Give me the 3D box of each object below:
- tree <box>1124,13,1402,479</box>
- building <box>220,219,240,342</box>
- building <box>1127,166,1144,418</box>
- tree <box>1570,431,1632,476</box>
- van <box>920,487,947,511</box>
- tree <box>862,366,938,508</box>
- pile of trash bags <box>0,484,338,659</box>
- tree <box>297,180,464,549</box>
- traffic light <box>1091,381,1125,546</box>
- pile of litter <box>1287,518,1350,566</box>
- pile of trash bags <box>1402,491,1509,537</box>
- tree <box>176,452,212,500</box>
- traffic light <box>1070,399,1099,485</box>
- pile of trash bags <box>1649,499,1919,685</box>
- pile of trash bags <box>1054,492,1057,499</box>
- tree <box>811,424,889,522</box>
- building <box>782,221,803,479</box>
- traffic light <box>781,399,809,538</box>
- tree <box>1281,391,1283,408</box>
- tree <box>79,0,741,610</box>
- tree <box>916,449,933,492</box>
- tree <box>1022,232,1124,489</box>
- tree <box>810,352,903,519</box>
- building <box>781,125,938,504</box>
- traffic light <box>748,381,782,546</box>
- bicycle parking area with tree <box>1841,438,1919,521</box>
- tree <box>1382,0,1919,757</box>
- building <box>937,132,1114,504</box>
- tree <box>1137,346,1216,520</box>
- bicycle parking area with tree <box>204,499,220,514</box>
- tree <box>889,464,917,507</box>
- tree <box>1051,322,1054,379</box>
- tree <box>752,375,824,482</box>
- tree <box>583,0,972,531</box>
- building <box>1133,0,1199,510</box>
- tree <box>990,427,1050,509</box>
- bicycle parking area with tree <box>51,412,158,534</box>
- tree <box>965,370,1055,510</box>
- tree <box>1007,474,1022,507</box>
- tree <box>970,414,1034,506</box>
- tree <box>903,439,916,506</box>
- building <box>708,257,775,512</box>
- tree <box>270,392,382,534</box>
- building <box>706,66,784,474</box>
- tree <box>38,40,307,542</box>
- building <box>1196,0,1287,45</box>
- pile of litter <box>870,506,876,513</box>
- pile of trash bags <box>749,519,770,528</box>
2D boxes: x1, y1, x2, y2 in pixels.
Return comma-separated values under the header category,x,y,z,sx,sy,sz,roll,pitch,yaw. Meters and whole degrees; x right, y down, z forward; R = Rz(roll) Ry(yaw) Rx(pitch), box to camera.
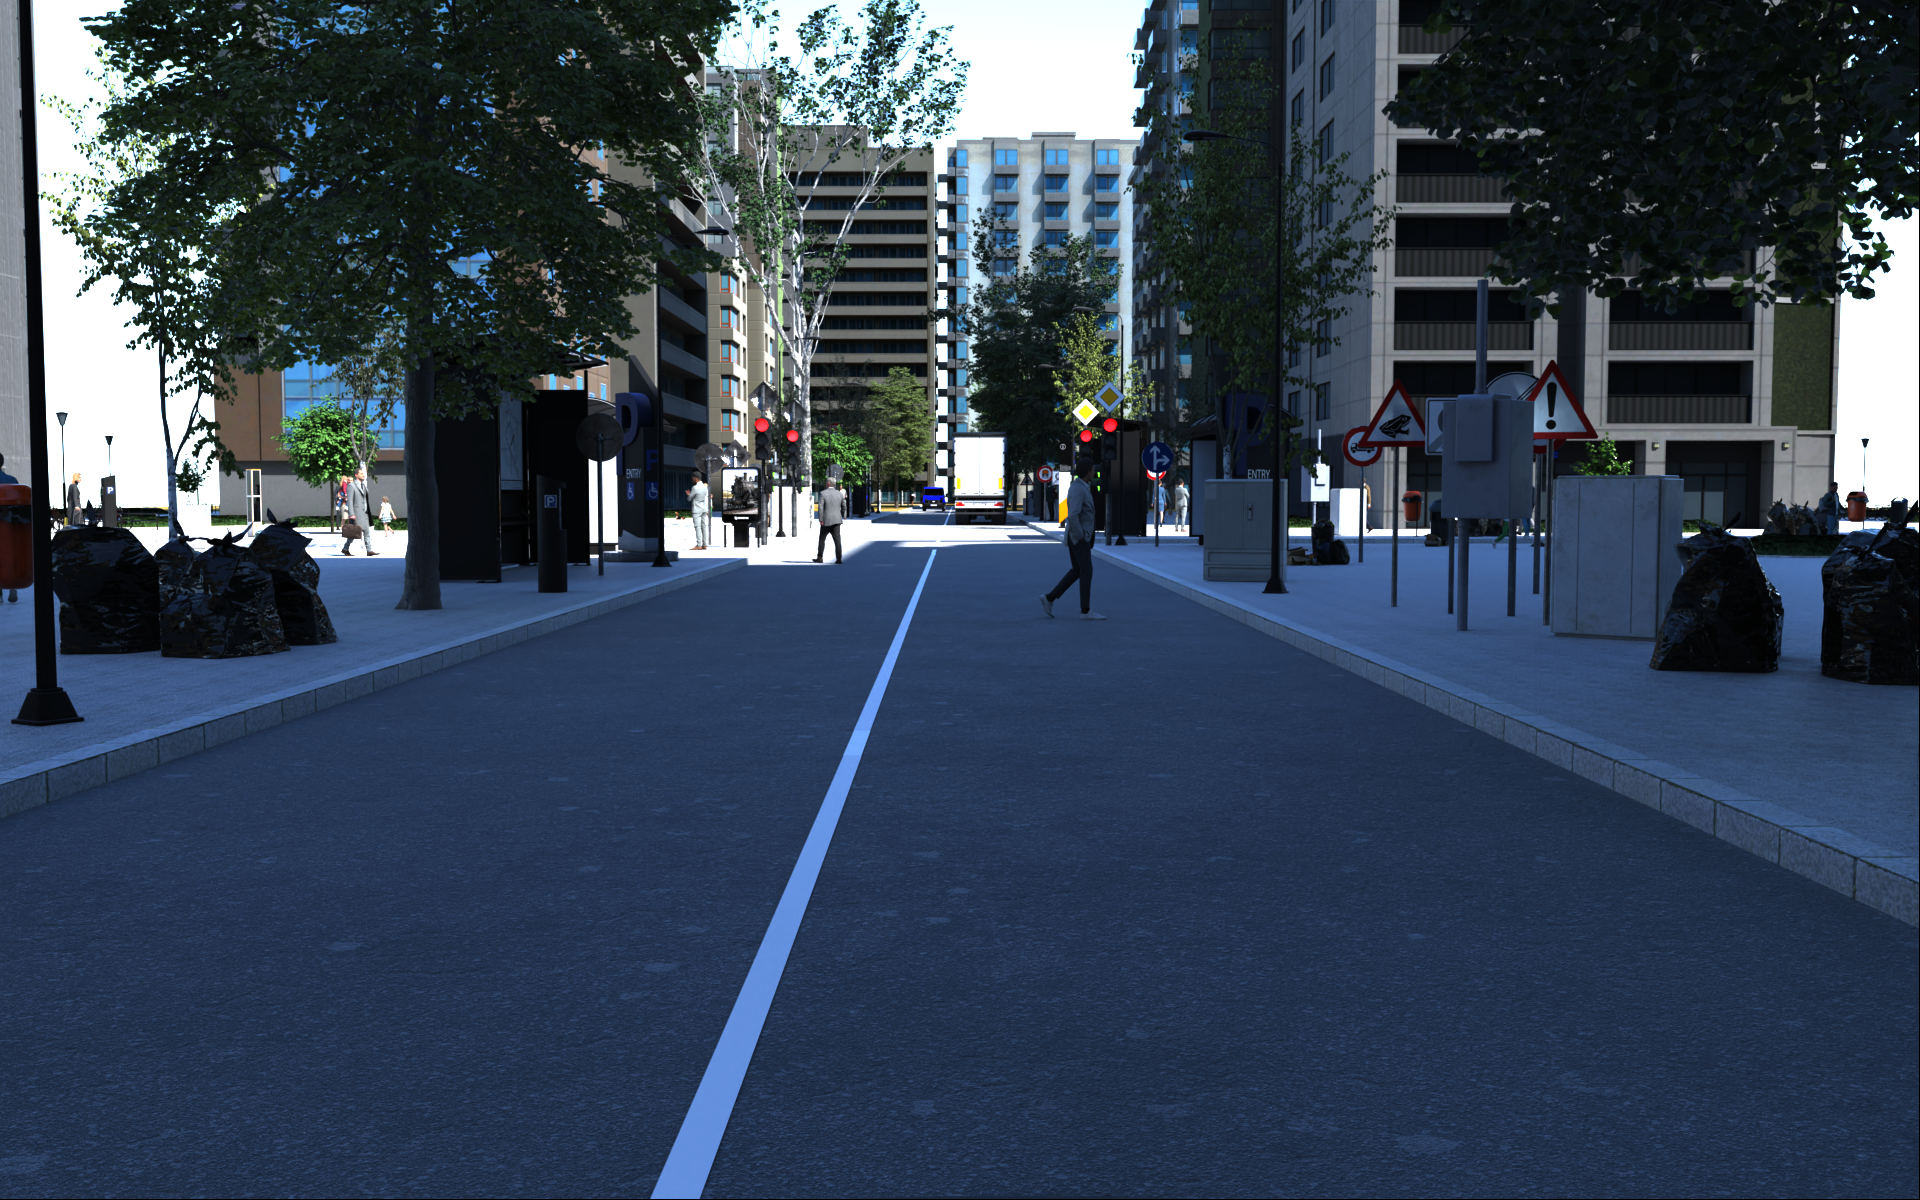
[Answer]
category,x,y,z,sx,sy,sz,roll,pitch,yaw
tree,4.368,-4.692,27.070,4.737,8.622,4.395,0,3,0
building,-68.470,-25.195,183.640,14.107,30.474,14.160,0,3,0
building,30.678,-29.793,178.990,32.217,40.220,23.993,0,3,0
tree,19.779,-3.567,52.920,1.663,3.219,1.824,0,3,0
van,-2.171,-8.566,144.442,2.240,2.365,5.245,0,4,0
tree,-5.300,-14.425,153.971,7.486,12.596,7.792,0,3,0
pile of trash bags,-7.029,-0.303,14.710,3.447,1.369,1.912,1,4,19
tree,-13.625,-5.485,40.047,4.360,8.622,3.978,0,3,0
traffic light,3.691,-3.316,43.130,0.839,4.253,0.868,0,3,0
pile of litter,6.389,-1.076,31.550,1.719,0.858,1.176,-1,4,-22
pile of trash bags,14.994,-2.622,52.621,3.447,1.369,1.912,-1,4,-17
tree,-36.106,-5.276,80.865,1.663,3.219,1.824,0,3,0
traffic light,3.679,-3.804,51.115,0.839,4.253,0.868,0,3,0
pile of trash bags,6.681,-0.157,12.312,3.447,1.369,1.912,3,5,44
pile of trash bags,6.152,-4.660,85.951,3.447,1.369,1.912,-1,4,-11
tree,-5.676,-5.957,81.105,4.285,4.588,4.351,0,3,0
building,-23.844,-25.200,183.717,14.107,30.474,14.160,0,3,0
traffic light,-4.882,-3.802,51.087,0.839,4.253,0.868,0,3,0
tree,18.025,-8.312,86.257,4.360,8.622,3.978,0,3,0
tree,-6.050,-6.194,19.394,7.486,12.596,7.792,0,3,0
tree,-5.324,-14.268,183.647,4.360,8.622,3.978,0,3,0
tree,3.751,-15.899,115.836,12.611,20.169,13.585,0,3,0
tree,-5.678,-8.464,88.753,4.360,8.622,3.978,0,3,0
building,-13.779,-37.118,230.582,21.600,48.544,21.300,0,3,0
traffic light,-4.870,-3.314,43.102,0.839,4.253,0.868,0,3,0
bicycle parking area with tree,44.407,-6.144,87.451,8.231,4.147,9.016,-2,4,-27
tree,5.056,-6.206,8.131,9.857,13.997,8.962,0,3,0
building,12.248,-37.432,231.618,30.456,49.044,23.786,0,3,0
tree,11.100,-8.256,85.341,4.360,8.622,3.978,0,3,0
bicycle parking area with tree,-48.244,-7.886,115.930,8.231,4.147,9.016,-1,4,-18
tree,-5.813,-11.543,172.442,4.285,4.588,4.351,0,3,0
tree,5.406,-7.221,68.421,4.737,8.622,4.395,0,3,0
tree,-10.928,-9.610,107.494,4.737,8.622,4.395,0,3,0
tree,-6.871,-12.523,60.643,12.611,20.169,13.585,0,3,0
building,26.961,-32.534,151.542,23.786,49.044,30.456,0,3,0
tree,4.864,-13.249,151.040,7.601,10.594,8.767,0,4,6
bicycle parking area with tree,-32.159,-4.356,58.226,9.016,4.147,8.231,2,4,27
tree,4.336,-13.119,140.258,9.928,11.665,9.643,0,3,0
tree,4.689,-11.746,175.756,4.285,4.588,4.351,0,3,0
tree,5.186,-16.760,184.399,12.009,13.543,11.850,0,3,0
tree,-6.106,-10.777,126.568,4.360,8.622,3.978,0,3,0
building,-30.384,-18.089,140.802,27.650,21.520,28.899,0,3,0
tree,-20.367,-4.411,55.826,4.285,4.588,4.351,0,3,0
building,-24.208,-29.240,161.662,14.154,41.232,14.086,0,3,0
tree,-12.588,-4.751,28.034,4.737,8.622,4.395,0,3,0
building,19.916,-19.860,96.405,14.160,30.474,14.107,0,3,0
pile of litter,-6.617,-6.482,119.940,1.719,0.858,1.176,-1,4,-11
pile of trash bags,-7.276,-3.452,66.193,1.912,1.369,3.447,2,4,25
